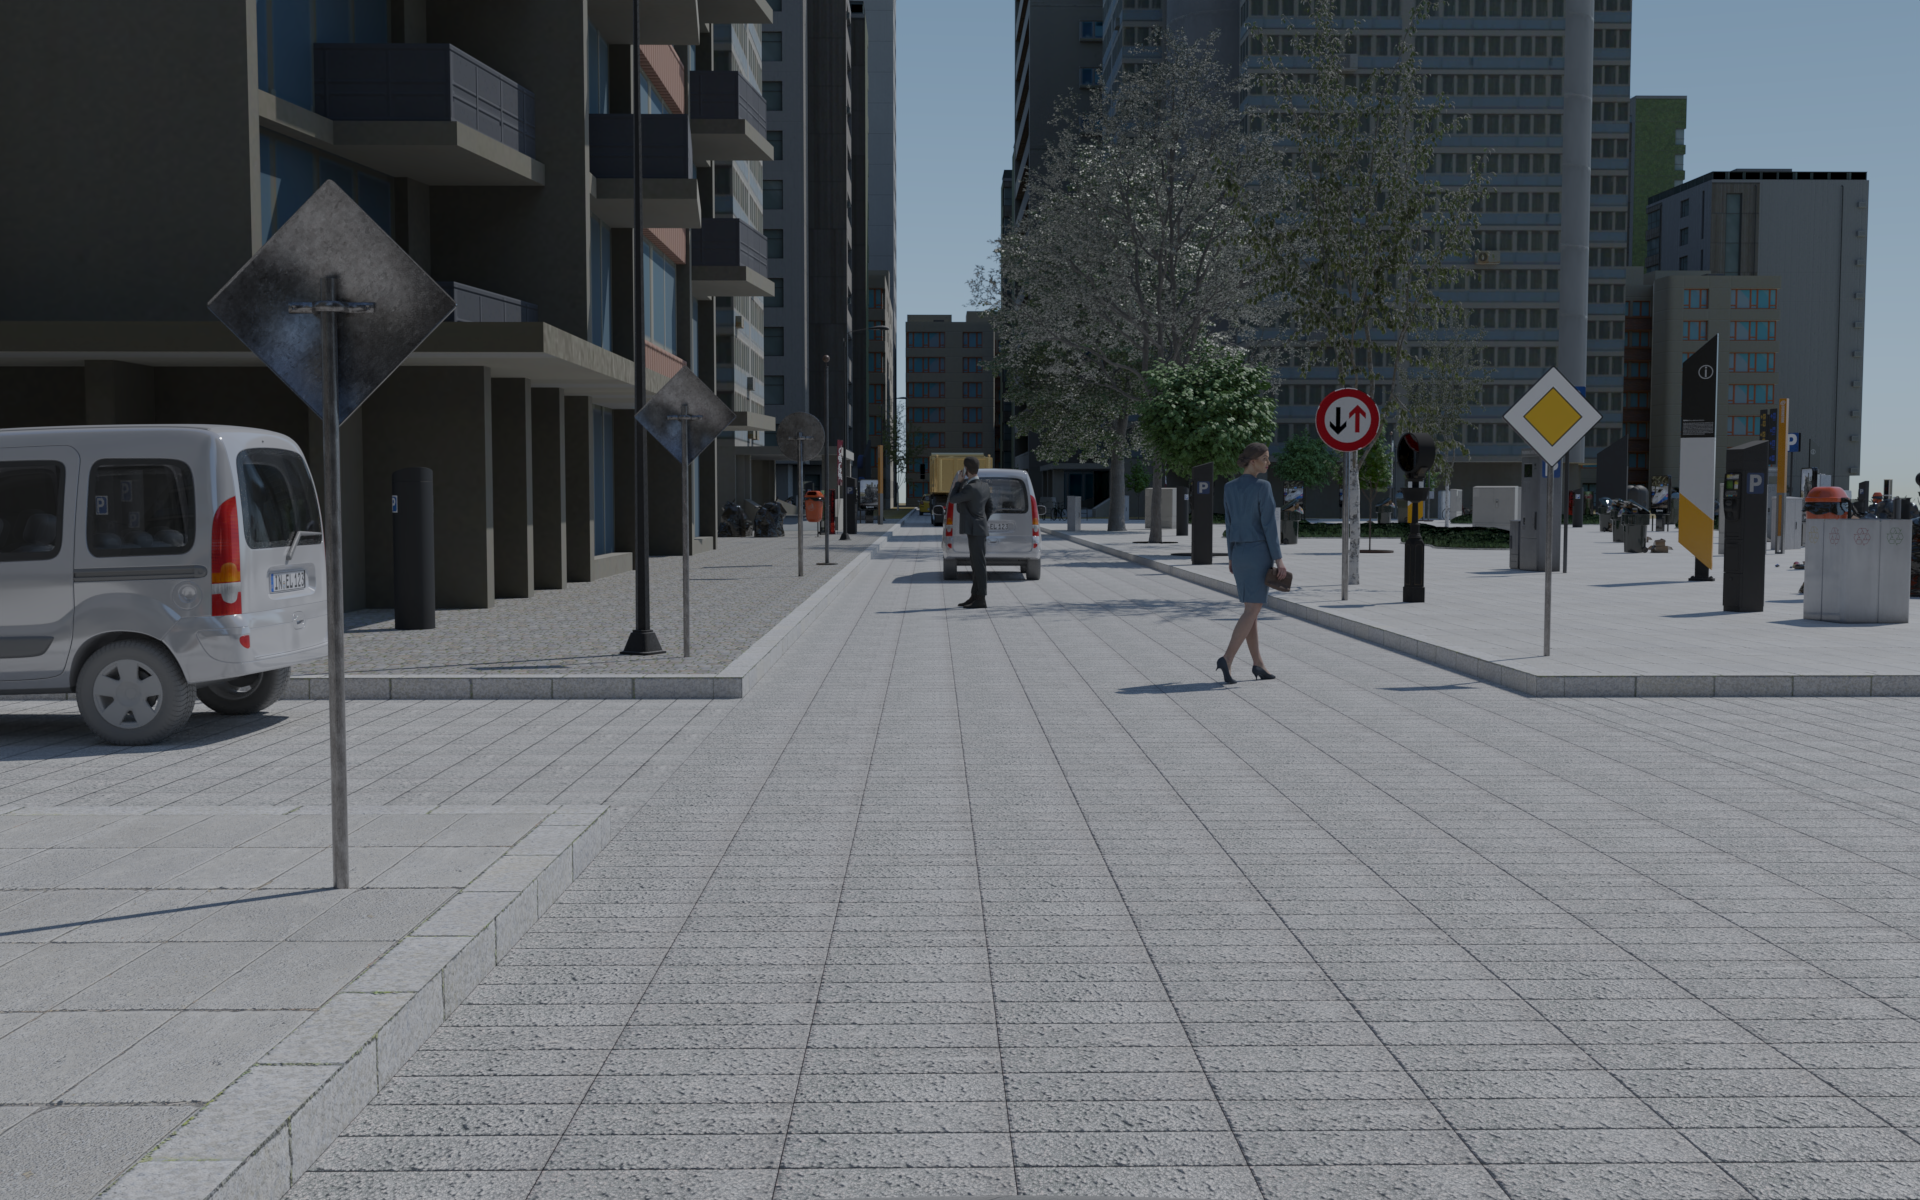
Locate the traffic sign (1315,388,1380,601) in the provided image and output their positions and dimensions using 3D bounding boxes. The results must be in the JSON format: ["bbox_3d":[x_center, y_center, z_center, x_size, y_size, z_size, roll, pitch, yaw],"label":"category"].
[{"bbox_3d":[4.642,-1.267,20.824,0.768,2.556,0.104,0,4,4],"label":"traffic sign"}]

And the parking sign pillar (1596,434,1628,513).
[{"bbox_3d":[29.410,-5.483,78.120,1.447,3.967,1.447,2,4,27],"label":"parking sign pillar"}]

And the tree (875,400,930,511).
[{"bbox_3d":[-4.651,-11.222,133.846,4.737,8.622,4.395,0,3,0],"label":"tree"}]

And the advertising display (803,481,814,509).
[{"bbox_3d":[-7.673,-4.971,86.494,0.974,1.923,0.123,3,5,40],"label":"advertising display"}]

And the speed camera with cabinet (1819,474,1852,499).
[{"bbox_3d":[39.877,-5.194,79.259,0.660,3.252,2.038,-1,4,-12],"label":"speed camera with cabinet"}]

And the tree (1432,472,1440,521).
[{"bbox_3d":[21.901,-5.328,81.712,1.663,3.219,1.824,0,3,0],"label":"tree"}]

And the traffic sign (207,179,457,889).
[{"bbox_3d":[-2.015,-0.119,5.583,0.795,2.450,0.064,0,4,-1],"label":"traffic sign"}]

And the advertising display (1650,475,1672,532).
[{"bbox_3d":[24.023,-3.313,59.373,0.123,1.923,0.974,-1,4,-13],"label":"advertising display"}]

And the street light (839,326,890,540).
[{"bbox_3d":[-2.654,-4.612,47.949,1.470,5.913,1.316,0,4,-1],"label":"street light"}]

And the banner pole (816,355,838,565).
[{"bbox_3d":[-2.426,-2.540,31.542,0.401,3.779,0.863,0,4,-4],"label":"banner pole"}]

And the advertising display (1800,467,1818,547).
[{"bbox_3d":[20.616,-2.256,42.099,0.123,1.923,0.974,1,4,11],"label":"advertising display"}]

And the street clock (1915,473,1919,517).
[{"bbox_3d":[31.352,-3.168,56.361,0.471,2.002,0.358,0,4,1],"label":"street clock"}]

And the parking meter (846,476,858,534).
[{"bbox_3d":[-3.481,-3.042,55.443,0.399,1.863,0.255,1,4,12],"label":"parking meter"}]

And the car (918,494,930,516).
[{"bbox_3d":[-1.861,-6.489,116.313,2.015,1.641,3.980,0,4,0],"label":"car"}]

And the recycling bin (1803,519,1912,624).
[{"bbox_3d":[9.047,-0.301,17.476,0.722,1.027,0.722,0,4,-5],"label":"recycling bin"}]

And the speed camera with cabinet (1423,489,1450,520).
[{"bbox_3d":[23.787,-5.604,85.959,2.038,3.252,0.660,0,4,-4],"label":"speed camera with cabinet"}]

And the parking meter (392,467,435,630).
[{"bbox_3d":[-5.194,-0.493,16.465,0.372,1.533,0.369,0,3,0],"label":"parking meter"}]

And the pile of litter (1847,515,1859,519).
[{"bbox_3d":[17.733,-1.233,34.123,1.719,0.858,1.176,1,4,18],"label":"pile of litter"}]

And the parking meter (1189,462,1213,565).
[{"bbox_3d":[4.378,-1.573,31.435,0.399,1.863,0.255,0,4,-2],"label":"parking meter"}]

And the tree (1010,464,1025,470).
[{"bbox_3d":[3.634,-7.084,110.431,1.663,3.219,1.824,0,3,0],"label":"tree"}]

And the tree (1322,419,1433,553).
[{"bbox_3d":[9.048,-2.652,37.966,1.663,3.219,1.824,0,3,0],"label":"tree"}]

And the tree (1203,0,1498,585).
[{"bbox_3d":[5.514,-4.510,24.097,4.360,8.622,3.978,0,3,0],"label":"tree"}]

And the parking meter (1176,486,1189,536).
[{"bbox_3d":[6.827,-2.738,53.175,0.372,1.533,0.369,0,3,0],"label":"parking meter"}]

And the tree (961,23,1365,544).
[{"bbox_3d":[5.226,-8.217,44.720,12.009,13.543,11.850,0,3,0],"label":"tree"}]

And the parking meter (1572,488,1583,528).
[{"bbox_3d":[23.652,-3.540,66.297,0.372,1.533,0.369,0,3,0],"label":"parking meter"}]

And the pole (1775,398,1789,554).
[{"bbox_3d":[17.576,-2.641,37.031,0.158,3.312,0.155,0,3,0],"label":"pole"}]

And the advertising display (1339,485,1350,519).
[{"bbox_3d":[19.887,-5.111,88.778,0.974,1.923,0.123,3,5,41],"label":"advertising display"}]

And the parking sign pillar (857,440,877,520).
[{"bbox_3d":[-4.723,-5.937,85.542,1.447,3.967,1.447,1,4,9],"label":"parking sign pillar"}]

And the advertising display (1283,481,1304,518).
[{"bbox_3d":[15.936,-4.746,82.817,0.974,1.923,0.123,0,4,0],"label":"advertising display"}]

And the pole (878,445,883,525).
[{"bbox_3d":[-3.331,-4.808,72.456,0.158,3.312,0.155,0,3,0],"label":"pole"}]

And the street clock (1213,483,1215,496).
[{"bbox_3d":[11.524,-4.581,79.476,0.358,2.002,0.471,1,4,20],"label":"street clock"}]

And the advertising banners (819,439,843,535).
[{"bbox_3d":[-4.072,-3.588,54.844,0.090,3.025,2.074,1,4,18],"label":"advertising banners"}]

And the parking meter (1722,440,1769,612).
[{"bbox_3d":[8.544,-0.804,18.860,0.399,1.863,0.255,-1,4,-17],"label":"parking meter"}]

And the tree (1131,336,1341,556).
[{"bbox_3d":[5.192,-3.215,36.287,4.285,4.588,4.351,0,3,0],"label":"tree"}]

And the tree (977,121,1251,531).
[{"bbox_3d":[5.350,-9.371,59.875,9.857,13.997,8.962,0,3,0],"label":"tree"}]

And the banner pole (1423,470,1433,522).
[{"bbox_3d":[21.513,-5.523,80.325,0.863,3.779,0.401,1,4,10],"label":"banner pole"}]

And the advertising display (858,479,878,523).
[{"bbox_3d":[-3.966,-4.309,75.663,0.974,1.923,0.123,-2,4,-28],"label":"advertising display"}]

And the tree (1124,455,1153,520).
[{"bbox_3d":[8.781,-5.615,86.413,1.663,3.219,1.824,0,3,0],"label":"tree"}]

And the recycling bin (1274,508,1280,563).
[{"bbox_3d":[5.473,-1.201,32.186,0.722,1.027,0.722,3,4,38],"label":"recycling bin"}]

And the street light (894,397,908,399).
[{"bbox_3d":[-3.199,-6.744,82.799,1.470,5.913,1.316,0,4,-1],"label":"street light"}]

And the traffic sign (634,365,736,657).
[{"bbox_3d":[-2.147,-0.607,13.567,0.795,2.450,0.064,0,4,-1],"label":"traffic sign"}]

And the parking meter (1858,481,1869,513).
[{"bbox_3d":[39.482,-4.281,75.701,0.255,1.863,0.399,-1,4,-18],"label":"parking meter"}]

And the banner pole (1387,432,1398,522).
[{"bbox_3d":[17.416,-4.887,69.916,0.401,3.779,0.863,1,4,23],"label":"banner pole"}]

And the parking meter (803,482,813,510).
[{"bbox_3d":[-7.136,-4.628,81.384,0.399,1.863,0.255,-2,4,-27],"label":"parking meter"}]

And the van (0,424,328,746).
[{"bbox_3d":[-6.061,-0.219,10.591,4.112,2.044,2.013,0,4,1],"label":"van"}]

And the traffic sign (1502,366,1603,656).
[{"bbox_3d":[4.646,-0.613,13.660,0.795,2.450,0.064,0,4,-1],"label":"traffic sign"}]

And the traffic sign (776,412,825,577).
[{"bbox_3d":[-2.481,-1.638,26.892,0.768,2.556,0.104,0,4,7],"label":"traffic sign"}]

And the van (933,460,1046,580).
[{"bbox_3d":[0.527,-1.423,30.277,2.013,2.044,4.112,0,4,0],"label":"van"}]

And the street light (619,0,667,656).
[{"bbox_3d":[-2.006,-2.520,13.743,1.470,5.913,1.316,0,4,-1],"label":"street light"}]

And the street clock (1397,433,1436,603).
[{"bbox_3d":[5.381,-0.973,20.480,0.358,2.002,0.471,-1,4,-19],"label":"street clock"}]
